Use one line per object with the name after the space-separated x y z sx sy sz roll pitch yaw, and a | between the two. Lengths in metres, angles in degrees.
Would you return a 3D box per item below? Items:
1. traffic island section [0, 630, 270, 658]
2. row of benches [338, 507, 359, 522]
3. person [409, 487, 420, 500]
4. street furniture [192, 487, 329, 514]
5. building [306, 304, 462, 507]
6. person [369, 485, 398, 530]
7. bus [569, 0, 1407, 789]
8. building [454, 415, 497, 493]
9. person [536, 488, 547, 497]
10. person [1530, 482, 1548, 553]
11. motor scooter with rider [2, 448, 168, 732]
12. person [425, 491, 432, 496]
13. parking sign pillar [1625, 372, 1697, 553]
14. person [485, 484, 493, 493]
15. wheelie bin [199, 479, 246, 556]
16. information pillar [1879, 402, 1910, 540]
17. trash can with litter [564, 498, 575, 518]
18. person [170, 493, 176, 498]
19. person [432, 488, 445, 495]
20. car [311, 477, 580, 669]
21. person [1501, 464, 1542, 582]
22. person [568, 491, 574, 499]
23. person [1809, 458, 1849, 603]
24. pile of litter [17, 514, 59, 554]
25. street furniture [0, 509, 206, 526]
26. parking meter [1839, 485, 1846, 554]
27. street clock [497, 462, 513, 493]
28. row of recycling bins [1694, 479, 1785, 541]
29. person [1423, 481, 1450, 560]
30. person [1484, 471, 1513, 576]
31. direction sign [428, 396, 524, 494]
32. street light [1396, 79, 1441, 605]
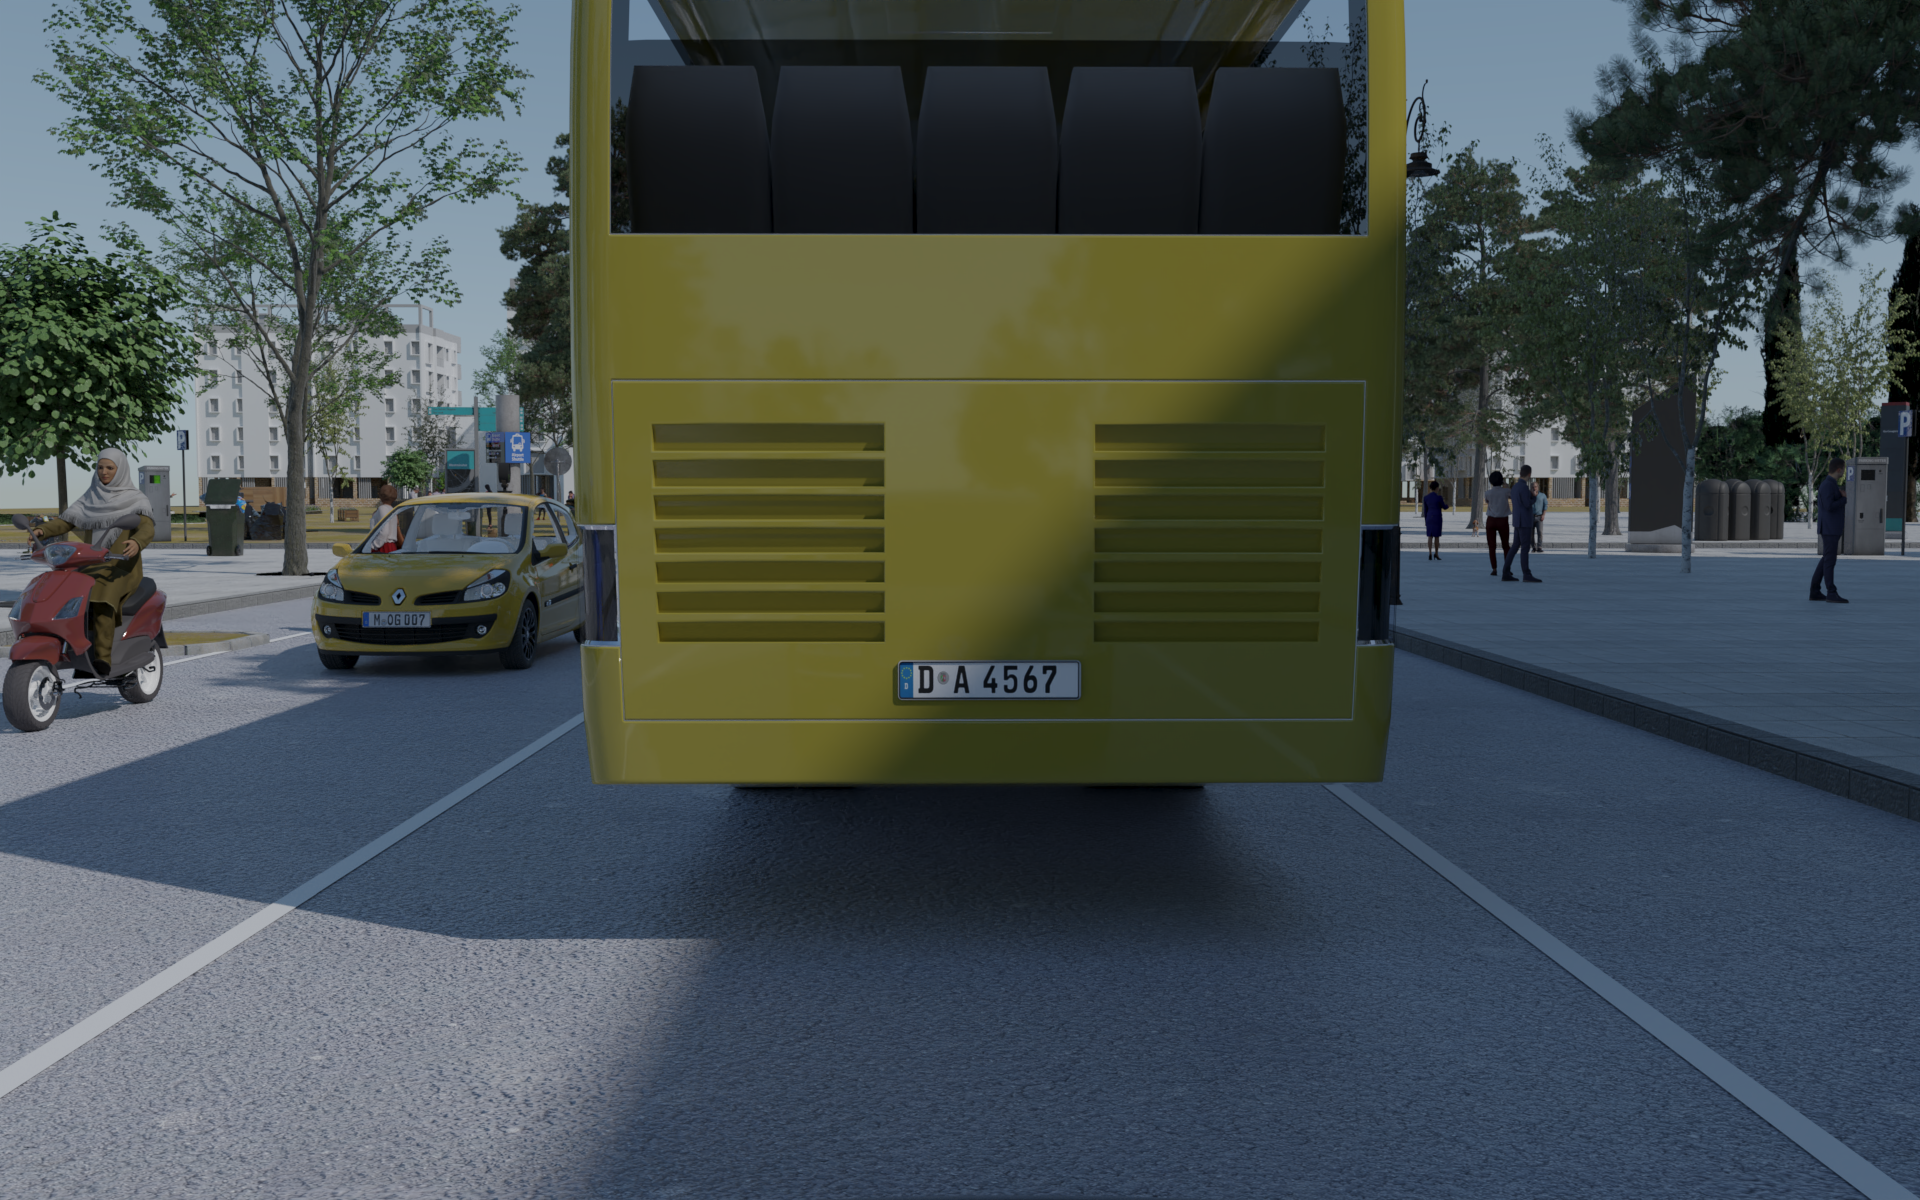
-7.625 0.410 16.161 1.991 0.108 1.994 0 4 -1 | traffic island section
-29.036 -4.081 82.186 1.422 0.672 4.104 -2 4 -24 | row of benches
-20.507 -3.479 65.131 0.590 1.554 0.614 0 4 -7 | person
-43.609 -6.375 111.086 9.812 1.723 11.010 -1 4 -9 | street furniture
-58.605 -19.720 178.837 11.380 20.091 16.016 0 4 -1 | building
-5.833 -0.404 17.575 0.387 1.526 0.523 0 4 -2 | person
0.010 -1.204 11.240 2.896 3.916 12.252 0 4 -1 | bus
-37.978 -14.712 182.685 28.070 9.664 9.099 0 4 -1 | building
-20.698 -4.747 85.524 0.647 1.594 0.662 1 4 8 | person
12.596 -1.809 37.830 0.499 1.552 0.429 3 5 39 | person
-5.653 -0.139 11.245 0.876 1.779 1.986 0 4 -1 | motor scooter with rider
-22.203 -3.865 72.469 0.421 1.427 0.697 -2 4 -26 | person
15.451 -3.037 38.134 1.447 3.967 1.447 1 4 15 | parking sign pillar
-17.170 -3.389 62.929 0.415 1.643 0.593 -3 5 -41 | person
-15.233 -1.710 35.868 0.980 1.594 0.693 0 4 -5 | wheelie bin
26.465 -3.654 49.113 0.750 3.857 0.750 3 4 36 | information pillar
-10.381 -2.182 47.062 0.624 1.170 1.055 1 4 10 | trash can with litter
-27.147 -3.209 59.039 0.750 1.759 0.617 -3 5 -41 | person
-27.677 -5.114 91.618 0.963 1.587 0.435 -3 5 -39 | person
-4.354 -0.315 15.381 2.015 1.641 3.980 0 4 1 | car
8.200 -1.118 25.240 0.530 1.710 0.541 1 4 9 | person
-16.031 -3.826 71.826 0.421 1.427 0.697 1 4 10 | person
10.346 -0.832 20.567 0.530 1.710 0.541 3 5 43 | person
-19.620 -1.440 37.513 1.719 0.858 1.176 2 4 34 | pile of litter
-37.580 -3.542 73.542 10.072 0.657 5.734 -3 4 -36 | street furniture
18.959 -1.750 37.022 0.372 1.533 0.369 0 3 0 | parking meter
-10.438 -2.151 39.737 0.358 2.002 0.471 0 4 -7 | street clock
21.736 -2.510 48.144 3.534 1.692 1.069 -2 4 -34 | row of recycling bins
9.233 -1.541 33.605 0.453 1.535 0.546 1 4 22 | person
8.485 -1.211 27.302 0.566 1.644 0.517 -2 4 -31 | person
-13.322 -3.623 47.993 2.525 3.948 1.411 -1 4 -9 | direction sign
5.042 -2.882 19.903 0.468 5.910 1.993 0 4 -1 | street light
